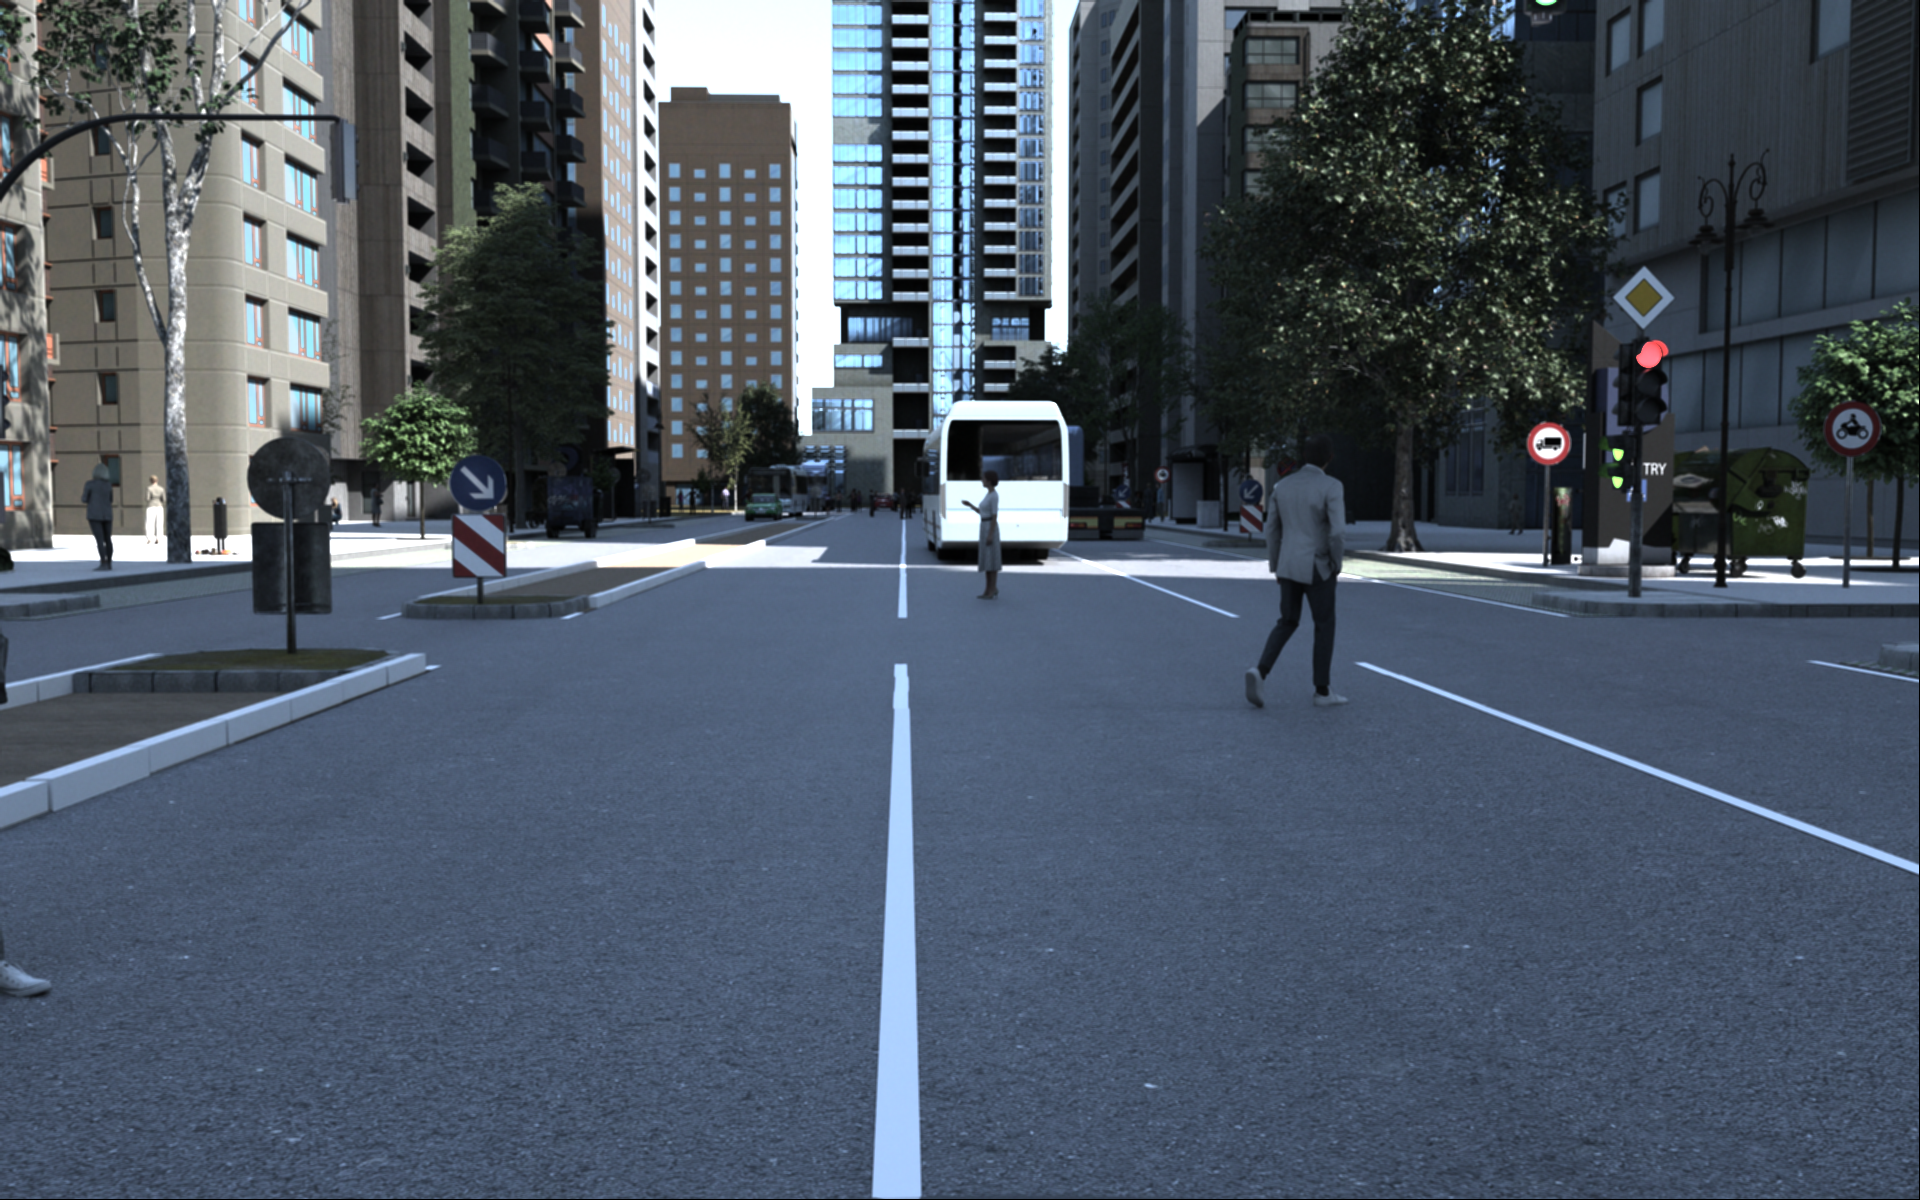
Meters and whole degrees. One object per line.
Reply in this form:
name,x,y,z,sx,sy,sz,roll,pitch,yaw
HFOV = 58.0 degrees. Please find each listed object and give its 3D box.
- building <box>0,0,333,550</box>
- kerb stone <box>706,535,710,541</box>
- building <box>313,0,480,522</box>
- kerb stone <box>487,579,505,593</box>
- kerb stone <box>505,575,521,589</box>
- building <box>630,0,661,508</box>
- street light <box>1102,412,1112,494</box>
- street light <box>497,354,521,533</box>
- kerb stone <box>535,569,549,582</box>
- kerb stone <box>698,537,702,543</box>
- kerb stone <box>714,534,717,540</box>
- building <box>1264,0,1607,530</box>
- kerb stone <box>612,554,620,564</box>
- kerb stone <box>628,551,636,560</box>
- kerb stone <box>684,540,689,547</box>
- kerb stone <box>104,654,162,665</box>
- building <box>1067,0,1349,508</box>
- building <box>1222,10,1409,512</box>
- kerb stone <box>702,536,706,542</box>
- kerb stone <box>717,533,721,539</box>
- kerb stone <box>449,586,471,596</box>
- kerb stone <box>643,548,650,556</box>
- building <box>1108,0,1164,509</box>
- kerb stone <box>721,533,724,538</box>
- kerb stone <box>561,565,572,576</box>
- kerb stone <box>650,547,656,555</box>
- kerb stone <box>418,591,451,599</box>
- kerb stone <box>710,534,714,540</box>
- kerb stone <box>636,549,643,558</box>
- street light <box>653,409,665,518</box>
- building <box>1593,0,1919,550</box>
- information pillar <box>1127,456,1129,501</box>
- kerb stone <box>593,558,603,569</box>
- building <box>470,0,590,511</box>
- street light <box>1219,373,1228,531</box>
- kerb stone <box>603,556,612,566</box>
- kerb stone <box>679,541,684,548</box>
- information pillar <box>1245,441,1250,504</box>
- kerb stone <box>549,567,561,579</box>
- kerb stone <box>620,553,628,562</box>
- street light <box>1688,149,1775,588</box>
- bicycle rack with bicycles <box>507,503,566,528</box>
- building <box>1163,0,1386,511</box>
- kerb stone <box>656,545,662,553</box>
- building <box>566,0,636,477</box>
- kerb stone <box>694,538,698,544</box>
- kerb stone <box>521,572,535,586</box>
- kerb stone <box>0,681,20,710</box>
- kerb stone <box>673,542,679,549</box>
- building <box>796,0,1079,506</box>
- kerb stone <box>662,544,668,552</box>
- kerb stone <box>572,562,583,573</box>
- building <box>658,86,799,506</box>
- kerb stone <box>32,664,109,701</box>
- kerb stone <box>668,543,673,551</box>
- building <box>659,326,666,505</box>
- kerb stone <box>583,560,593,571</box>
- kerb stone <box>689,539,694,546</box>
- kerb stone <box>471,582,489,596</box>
building,-35.692,-12.302,46.169,27.650,21.520,28.899,0,4,-2
kerb stone,-7.666,-1.810,51.821,0.120,0.150,1.000,0,4,-2
building,-32.023,-19.061,83.355,14.160,30.474,14.107,0,4,-2
kerb stone,-6.825,-0.182,25.174,0.120,0.150,1.000,0,4,-2
kerb stone,-6.852,-0.245,26.201,0.120,0.150,1.000,0,4,-2
building,-41.099,-37.267,151.307,28.212,58.520,21.231,0,4,-2
street light,8.044,-7.511,95.591,0.468,5.910,1.993,0,4,-2
street light,-14.857,-5.163,57.208,0.468,5.910,1.993,0,4,-2
kerb stone,-6.915,-0.370,28.247,0.120,0.150,1.000,0,4,-2
kerb stone,-7.604,-1.687,49.772,0.120,0.150,1.000,0,4,-2
kerb stone,-7.736,-1.936,53.865,0.120,0.150,1.000,0,4,-2
building,28.058,-46.662,75.600,22.319,86.520,31.000,0,4,-2
kerb stone,-7.153,-0.804,35.414,0.120,0.150,1.000,0,4,-2
kerb stone,-7.207,-0.929,37.470,0.120,0.150,1.000,0,4,-2
kerb stone,-7.504,-1.496,46.694,0.120,0.150,1.000,0,4,-2
kerb stone,-6.439,0.538,13.421,0.120,0.150,1.000,0,4,-2
building,27.194,-40.148,198.426,28.212,58.520,21.231,0,4,-2
building,23.333,-20.559,107.842,14.160,30.474,14.107,0,4,-2
kerb stone,-7.633,-1.749,50.796,0.120,0.150,1.000,0,4,-2
kerb stone,-7.770,-1.999,54.886,0.120,0.150,1.000,0,4,-2
kerb stone,-6.758,-0.052,23.130,0.120,0.150,1.000,0,4,-2
kerb stone,-7.277,-1.060,39.522,0.120,0.150,1.000,0,4,-2
building,25.122,-32.429,153.918,21.300,48.544,21.600,0,4,-2
kerb stone,-7.801,-2.062,55.908,0.120,0.150,1.000,0,4,-2
kerb stone,-6.980,-0.495,30.294,0.120,0.150,1.000,0,4,-2
kerb stone,-7.301,-1.122,40.544,0.120,0.150,1.000,0,4,-2
kerb stone,-6.723,0.010,22.109,0.120,0.150,1.000,0,4,-2
kerb stone,-7.699,-1.874,52.843,0.120,0.150,1.000,0,4,-2
kerb stone,-7.249,-0.993,38.496,0.120,0.150,1.000,0,4,-2
street light,-16.151,-7.360,93.127,0.468,5.910,1.993,0,4,-2
building,34.249,-27.774,43.342,27.495,52.752,28.713,0,4,-2
information pillar,9.083,-6.241,93.396,0.183,3.616,0.504,0,4,5
kerb stone,-7.073,-0.683,33.363,0.120,0.150,1.000,0,4,-2
building,-36.196,-27.849,109.958,22.147,44.769,28.867,0,4,-2
street light,9.179,-5.314,59.666,0.468,5.910,1.993,0,4,-2
kerb stone,-7.115,-0.745,34.385,0.120,0.150,1.000,0,4,-2
kerb stone,-7.476,-1.435,45.665,0.120,0.150,1.000,0,4,-2
information pillar,11.437,-4.741,68.873,0.183,3.616,0.504,1,4,21
kerb stone,-6.954,-0.430,29.272,0.120,0.150,1.000,0,4,-2
kerb stone,-7.180,-0.869,36.436,0.120,0.150,1.000,0,4,-2
street light,10.476,-3.112,23.674,0.468,5.910,1.993,0,4,-2
bicycle rack with bicycles,-16.159,-3.230,66.185,2.852,0.926,2.925,2,4,33
building,25.647,-35.853,128.191,21.231,58.520,28.212,0,4,-2
kerb stone,-7.340,-1.181,41.566,0.120,0.150,1.000,0,4,-2
building,-32.965,-29.469,131.922,14.600,45.320,14.200,0,4,-2
kerb stone,-7.573,-1.619,48.748,0.120,0.150,1.000,0,4,-2
kerb stone,-6.880,-0.307,27.223,0.120,0.150,1.000,0,4,-2
kerb stone,-6.373,0.662,11.378,0.120,0.150,1.000,0,4,-2
kerb stone,-7.444,-1.373,44.639,0.120,0.150,1.000,0,4,-2
building,-2.667,-54.110,197.370,31.000,86.520,22.319,0,4,-2
kerb stone,-7.371,-1.248,42.594,0.120,0.150,1.000,0,4,-2
kerb stone,-7.012,-0.554,31.316,0.120,0.150,1.000,0,4,-2
building,-25.522,-33.265,193.992,14.200,45.320,14.600,0,4,-2
kerb stone,-6.405,0.599,12.399,0.120,0.150,1.000,0,4,-2
kerb stone,-7.408,-1.310,43.617,0.120,0.150,1.000,0,4,-2
building,-48.699,-21.725,200.244,28.899,21.520,27.650,0,4,-2
kerb stone,-7.046,-0.621,32.341,0.120,0.150,1.000,0,4,-2
kerb stone,-7.533,-1.560,47.724,0.120,0.150,1.000,0,4,-2
kerb stone,-6.783,-0.115,24.153,0.120,0.150,1.000,0,4,-2
